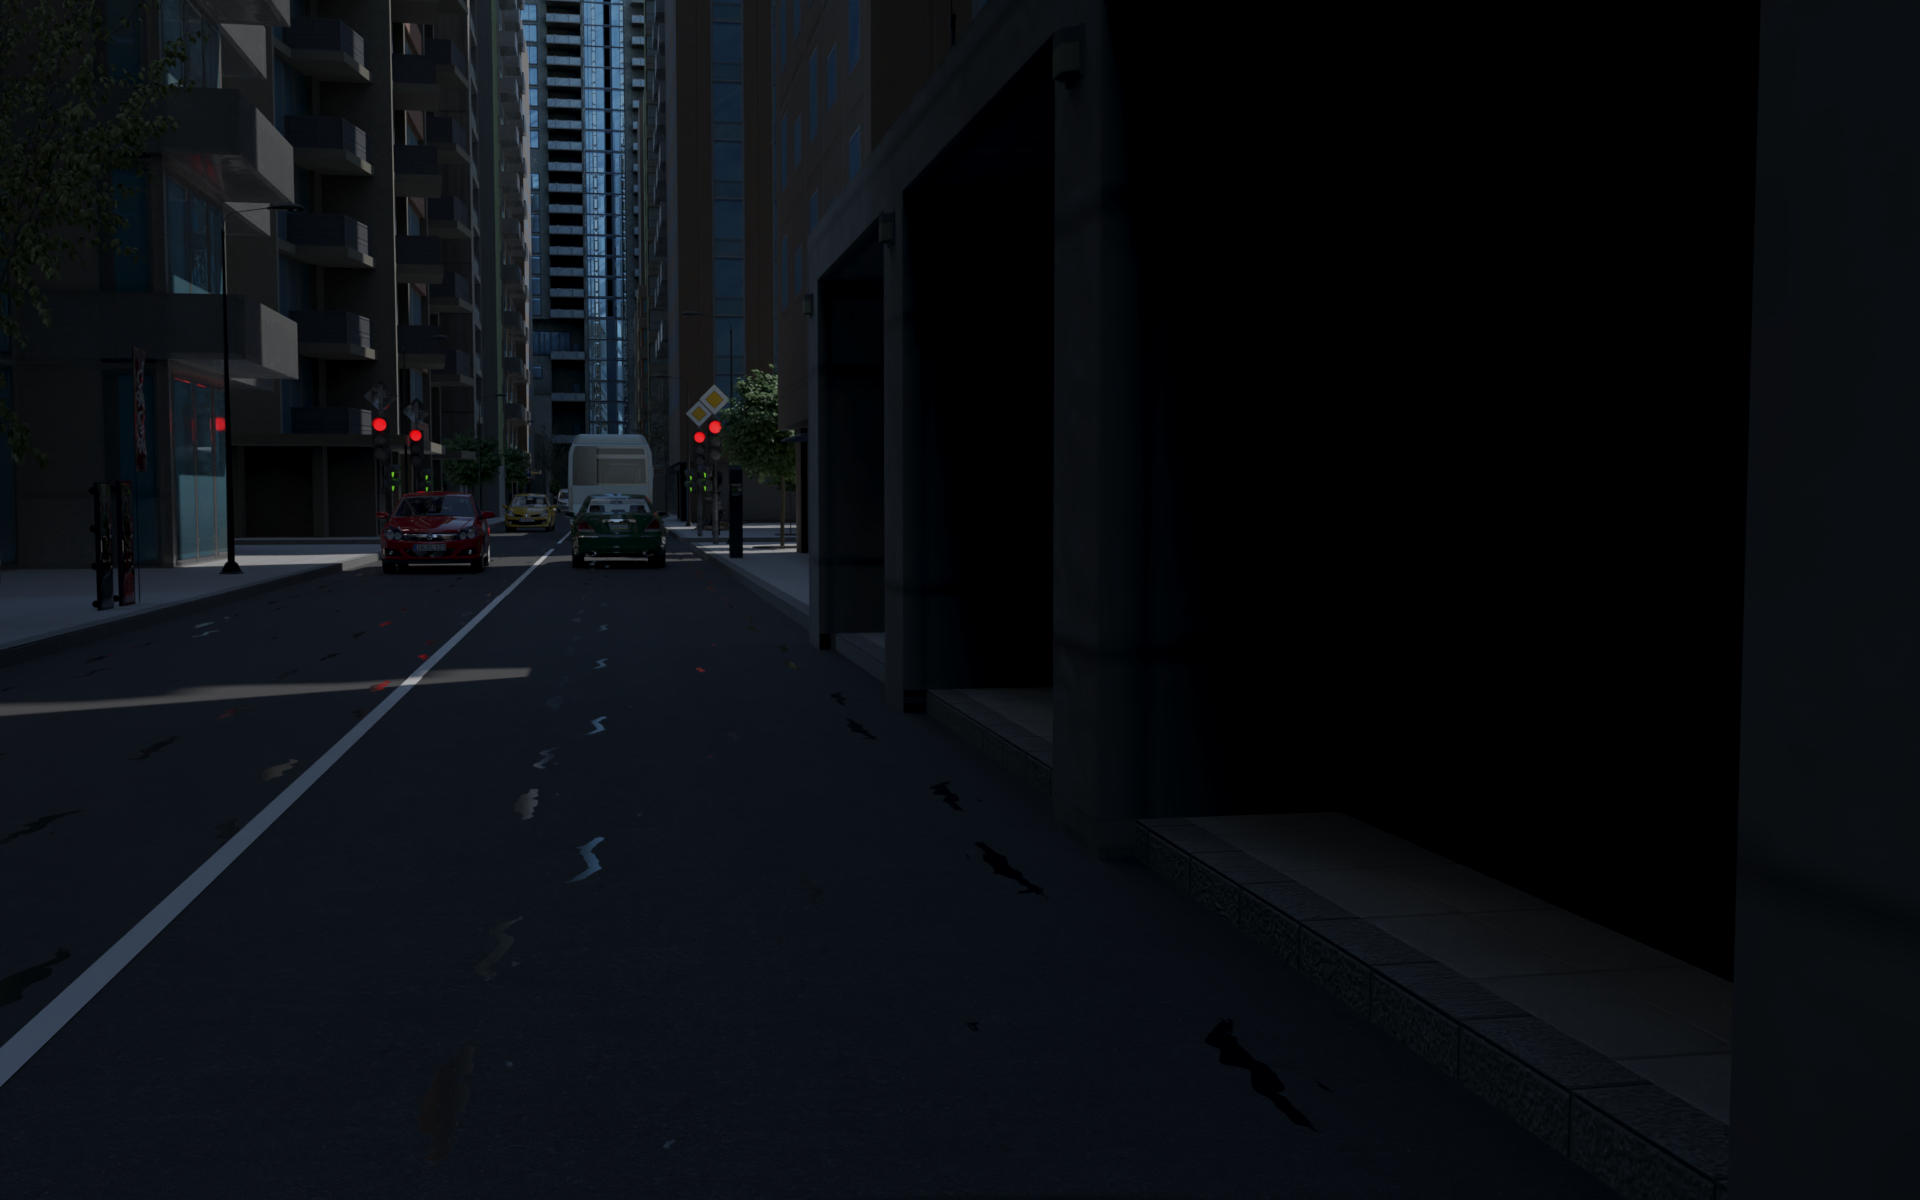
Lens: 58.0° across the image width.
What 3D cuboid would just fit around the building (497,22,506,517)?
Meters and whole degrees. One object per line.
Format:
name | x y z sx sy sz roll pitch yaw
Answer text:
building | -31.772 -24.895 90.635 14.154 41.232 14.086 -1 4 -11

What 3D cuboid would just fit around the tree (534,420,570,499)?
tree | -41.139 -13.681 174.041 4.360 8.622 3.978 0 3 0

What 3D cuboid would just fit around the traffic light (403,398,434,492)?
traffic light | -15.819 -3.770 50.566 0.839 4.253 0.868 -1 4 -11

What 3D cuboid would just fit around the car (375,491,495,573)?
car | -9.917 -1.458 32.887 2.155 1.783 4.494 -1 4 -13

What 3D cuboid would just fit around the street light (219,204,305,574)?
street light | -11.186 -3.379 27.781 1.470 5.913 1.316 -1 4 -11

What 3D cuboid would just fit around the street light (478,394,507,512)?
street light | -21.684 -6.588 80.262 1.470 5.913 1.316 -1 4 -11

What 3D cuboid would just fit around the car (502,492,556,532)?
car | -16.530 -3.451 66.643 2.015 1.641 3.980 -1 4 -10

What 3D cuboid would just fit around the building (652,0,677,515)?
building | -8.469 -30.149 112.542 23.786 49.044 30.456 -1 4 -11

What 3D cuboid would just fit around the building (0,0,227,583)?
building | -27.289 -24.848 25.871 30.456 49.044 23.786 -1 4 -11

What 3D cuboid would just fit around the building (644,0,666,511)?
building | -17.739 -27.741 137.164 14.154 41.232 14.086 -1 4 -11

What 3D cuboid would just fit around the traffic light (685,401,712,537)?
traffic light | -7.870 -3.869 52.176 0.839 4.253 0.868 -1 4 -11

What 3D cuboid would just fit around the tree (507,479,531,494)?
tree | -29.123 -7.301 113.978 1.663 3.219 1.824 0 3 0

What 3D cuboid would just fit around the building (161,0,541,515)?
building | -45.860 -31.607 136.382 23.786 49.044 30.456 -1 4 -11

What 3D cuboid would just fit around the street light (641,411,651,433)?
street light | -16.985 -7.606 96.902 1.470 5.913 1.316 -1 4 -11

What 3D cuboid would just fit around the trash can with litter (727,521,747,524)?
trash can with litter | -10.049 -3.859 74.157 2.233 1.210 1.678 -1 4 -22

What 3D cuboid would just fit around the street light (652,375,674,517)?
street light | -11.168 -5.820 67.699 1.470 5.913 1.316 -1 4 -11

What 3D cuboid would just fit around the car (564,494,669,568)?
car | -6.981 -1.435 35.268 2.131 1.459 4.920 -1 4 -12

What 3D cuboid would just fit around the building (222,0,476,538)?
building | -29.410 -24.854 60.992 22.147 44.769 28.867 -1 4 -11

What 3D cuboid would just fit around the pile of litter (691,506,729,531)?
pile of litter | -8.596 -2.879 61.030 1.719 0.858 1.176 2 4 24

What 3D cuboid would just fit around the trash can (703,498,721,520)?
trash can | -9.654 -3.419 67.547 0.748 1.137 0.748 0 3 0

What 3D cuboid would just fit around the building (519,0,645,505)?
building | -45.931 -55.231 215.695 31.000 86.520 22.319 -1 4 -11

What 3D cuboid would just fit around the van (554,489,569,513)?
van | -30.395 -7.783 134.258 2.013 2.044 4.112 -1 4 -12

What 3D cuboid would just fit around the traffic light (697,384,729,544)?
traffic light | -6.294 -3.390 44.347 0.839 4.253 0.868 -1 4 -11

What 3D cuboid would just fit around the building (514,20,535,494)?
building | -46.938 -31.173 159.786 14.600 45.320 14.200 -1 4 -11

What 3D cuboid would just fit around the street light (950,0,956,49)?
street light | -0.594 -2.608 15.181 1.470 5.913 1.316 -1 4 -11

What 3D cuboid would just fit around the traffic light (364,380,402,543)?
traffic light | -14.243 -3.292 42.737 0.839 4.253 0.868 -1 4 -11

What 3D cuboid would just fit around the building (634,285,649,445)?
building | -15.822 -19.272 160.134 27.650 21.520 28.899 -1 4 -11

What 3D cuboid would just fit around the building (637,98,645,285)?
building | -28.734 -33.248 193.709 14.600 45.320 14.200 -1 4 -11

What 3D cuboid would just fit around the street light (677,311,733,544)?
street light | -6.382 -4.390 44.317 1.470 5.913 1.316 -1 4 -11

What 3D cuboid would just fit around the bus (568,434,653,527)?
bus | -11.995 -3.972 59.796 2.948 3.499 13.247 -1 4 -11

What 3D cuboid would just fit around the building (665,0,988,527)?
building | -6.758 -26.423 82.123 14.600 45.320 14.200 -1 4 -11

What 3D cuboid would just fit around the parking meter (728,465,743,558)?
parking meter | -4.494 -1.774 34.710 0.255 1.863 0.399 -1 4 -12

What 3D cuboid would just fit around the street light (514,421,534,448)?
street light | -27.612 -8.379 109.533 1.470 5.913 1.316 -1 4 -11

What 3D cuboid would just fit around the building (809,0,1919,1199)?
building | 10.578 -34.752 6.448 20.563 71.187 20.611 -1 4 -11

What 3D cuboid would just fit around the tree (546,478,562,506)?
tree | -45.498 -12.321 196.044 1.663 3.219 1.824 0 3 0

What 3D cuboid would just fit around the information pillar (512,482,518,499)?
information pillar | -26.347 -6.002 102.623 0.304 2.012 0.304 0 4 -3

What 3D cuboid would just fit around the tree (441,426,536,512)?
tree | -23.474 -6.083 83.165 4.285 4.588 4.351 0 3 0

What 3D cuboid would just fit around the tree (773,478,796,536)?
tree | -5.351 -3.624 53.855 1.663 3.219 1.824 0 3 0

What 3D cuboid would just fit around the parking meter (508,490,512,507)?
parking meter | -29.871 -6.709 115.409 0.399 1.863 0.255 1 4 19

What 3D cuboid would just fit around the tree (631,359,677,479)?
tree | -15.248 -8.715 92.851 4.360 8.622 3.978 0 3 0

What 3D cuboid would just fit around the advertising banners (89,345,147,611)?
advertising banners | -9.609 -1.448 19.869 0.090 3.025 2.074 -1 4 -9

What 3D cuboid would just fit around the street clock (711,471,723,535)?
street clock | -7.585 -3.011 53.803 0.358 2.002 0.471 -3 5 -39

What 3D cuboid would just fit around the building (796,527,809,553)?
building | 4.108 -23.345 31.805 14.600 45.320 14.200 -1 4 -11

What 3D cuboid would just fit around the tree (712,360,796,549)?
tree | -4.214 -3.513 41.156 4.285 4.588 4.351 0 3 0

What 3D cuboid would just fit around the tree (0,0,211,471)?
tree | -9.620 -4.041 16.426 4.737 8.622 4.395 0 3 0

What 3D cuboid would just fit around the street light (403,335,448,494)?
street light | -15.678 -4.782 50.727 1.470 5.913 1.316 -1 4 -11

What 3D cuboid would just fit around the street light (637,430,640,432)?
street light | -22.831 -9.375 125.825 1.470 5.913 1.316 -1 4 -11

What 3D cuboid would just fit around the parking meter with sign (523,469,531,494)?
parking meter with sign | -30.206 -7.558 119.830 0.543 3.016 1.738 -2 4 -30
